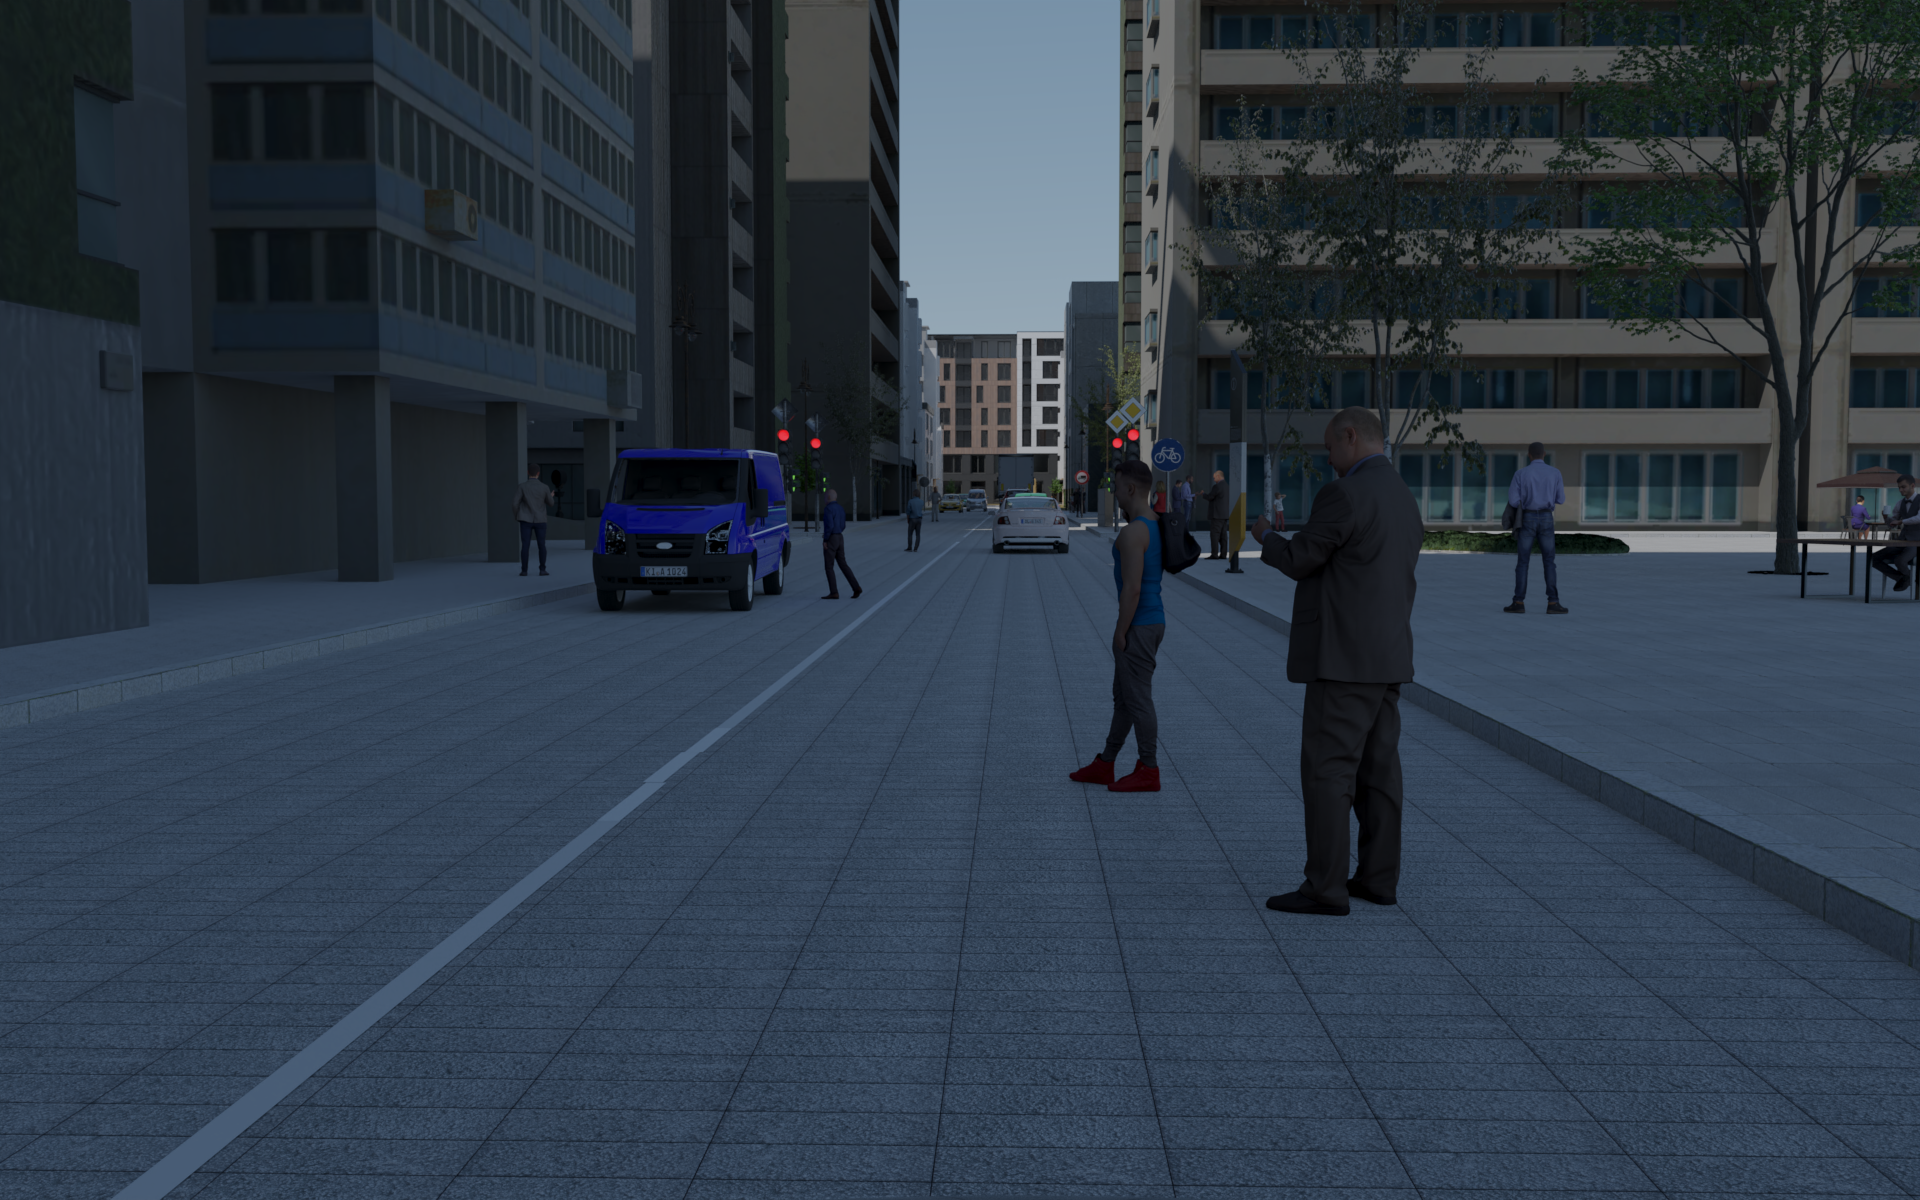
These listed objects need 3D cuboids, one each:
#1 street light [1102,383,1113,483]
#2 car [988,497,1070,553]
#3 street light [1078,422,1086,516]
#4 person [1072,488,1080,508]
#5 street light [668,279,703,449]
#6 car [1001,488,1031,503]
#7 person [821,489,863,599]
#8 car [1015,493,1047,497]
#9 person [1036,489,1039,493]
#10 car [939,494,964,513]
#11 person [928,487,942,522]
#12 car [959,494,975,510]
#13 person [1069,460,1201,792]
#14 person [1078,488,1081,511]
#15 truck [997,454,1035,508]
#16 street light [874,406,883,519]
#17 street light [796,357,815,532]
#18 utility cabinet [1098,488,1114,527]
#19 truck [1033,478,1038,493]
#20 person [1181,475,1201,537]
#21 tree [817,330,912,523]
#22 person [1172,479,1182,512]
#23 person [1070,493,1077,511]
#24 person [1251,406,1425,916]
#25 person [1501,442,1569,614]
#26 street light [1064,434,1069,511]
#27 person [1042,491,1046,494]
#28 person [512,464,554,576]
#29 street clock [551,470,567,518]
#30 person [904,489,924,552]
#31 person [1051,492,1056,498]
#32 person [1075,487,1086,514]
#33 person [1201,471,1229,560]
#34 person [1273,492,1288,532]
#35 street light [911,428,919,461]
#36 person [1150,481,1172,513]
[{"bbox_3d":[6.147,-6.075,72.121,0.468,5.910,1.993,0,4,2],"label":"street light"},{"bbox_3d":[1.731,-1.888,43.239,2.083,1.381,4.827,0,4,1],"label":"car"},{"bbox_3d":[7.212,-7.930,102.447,0.468,5.910,1.993,0,4,2],"label":"street light"},{"bbox_3d":[8.683,-7.543,130.053,0.600,1.739,0.565,2,4,31],"label":"person"},{"bbox_3d":[-5.898,-3.952,37.407,0.468,5.910,1.993,0,4,2],"label":"street light"},{"bbox_3d":[3.778,-6.303,111.725,2.281,1.827,5.304,0,4,4],"label":"car"},{"bbox_3d":[-1.719,-0.764,23.687,0.574,1.496,0.600,-3,4,-36],"label":"person"},{"bbox_3d":[2.886,-3.743,70.001,1.959,1.807,4.718,0,4,3],"label":"car"},{"bbox_3d":[4.593,-5.725,102.919,0.431,1.722,0.655,3,5,43],"label":"person"},{"bbox_3d":[-0.665,-7.459,132.177,2.015,1.641,3.980,0,4,3],"label":"car"},{"bbox_3d":[-1.311,-4.942,89.447,0.875,1.805,0.789,0,4,-6],"label":"person"},{"bbox_3d":[0.426,-9.176,158.821,1.959,1.807,4.718,0,4,3],"label":"car"},{"bbox_3d":[0.847,0.118,8.437,0.662,1.594,0.647,1,4,11],"label":"person"},{"bbox_3d":[8.967,-7.661,131.747,0.683,1.767,0.568,1,4,23],"label":"person"},{"bbox_3d":[4.052,-8.376,125.864,2.839,4.237,11.283,0,4,2],"label":"truck"},{"bbox_3d":[-4.242,-7.108,89.006,0.468,5.910,1.993,0,4,2],"label":"street light"},{"bbox_3d":[-5.218,-5.253,58.677,0.468,5.910,1.993,0,4,2],"label":"street light"},{"bbox_3d":[5.689,-3.616,67.806,0.318,1.500,1.173,1,4,21],"label":"utility cabinet"},{"bbox_3d":[7.211,-12.277,196.657,3.469,3.379,9.791,0,4,1],"label":"truck"},{"bbox_3d":[6.742,-2.721,50.392,0.599,1.838,0.709,1,4,14],"label":"person"},{"bbox_3d":[-4.590,-7.781,77.586,4.360,8.622,3.978,0,3,0],"label":"tree"},{"bbox_3d":[7.304,-3.114,57.408,0.568,1.767,0.683,1,4,11],"label":"person"},{"bbox_3d":[8.707,-7.538,133.191,0.435,1.345,0.340,-3,4,-37],"label":"person"},{"bbox_3d":[1.313,0.190,6.074,0.600,1.739,0.565,1,4,15],"label":"person"},{"bbox_3d":[6.208,-0.782,18.702,0.709,1.838,0.599,1,4,11],"label":"person"},{"bbox_3d":[8.144,-9.785,132.777,0.468,5.910,1.993,0,4,2],"label":"street light"},{"bbox_3d":[3.809,-4.034,76.669,0.471,1.553,0.569,0,4,0],"label":"person"},{"bbox_3d":[-6.714,-1.269,27.320,0.617,1.759,0.750,0,4,-8],"label":"person"},{"bbox_3d":[-11.882,-2.862,51.363,0.471,2.002,0.358,3,4,38],"label":"street clock"},{"bbox_3d":[-1.143,-1.968,42.897,0.499,1.552,0.429,0,4,-1],"label":"person"},{"bbox_3d":[10.090,-11.130,188.046,0.705,1.821,1.348,1,4,20],"label":"person"},{"bbox_3d":[7.929,-6.552,113.969,0.742,1.727,0.445,0,4,6],"label":"person"},{"bbox_3d":[5.020,-1.668,34.008,0.600,1.739,0.565,1,4,10],"label":"person"},{"bbox_3d":[10.808,-2.963,58.404,0.435,1.345,0.340,-3,5,-42],"label":"person"},{"bbox_3d":[-3.153,-9.039,120.573,0.468,5.910,1.993,0,4,2],"label":"street light"},{"bbox_3d":[5.003,-2.164,43.136,0.593,1.614,0.444,0,4,-4],"label":"person"}]
